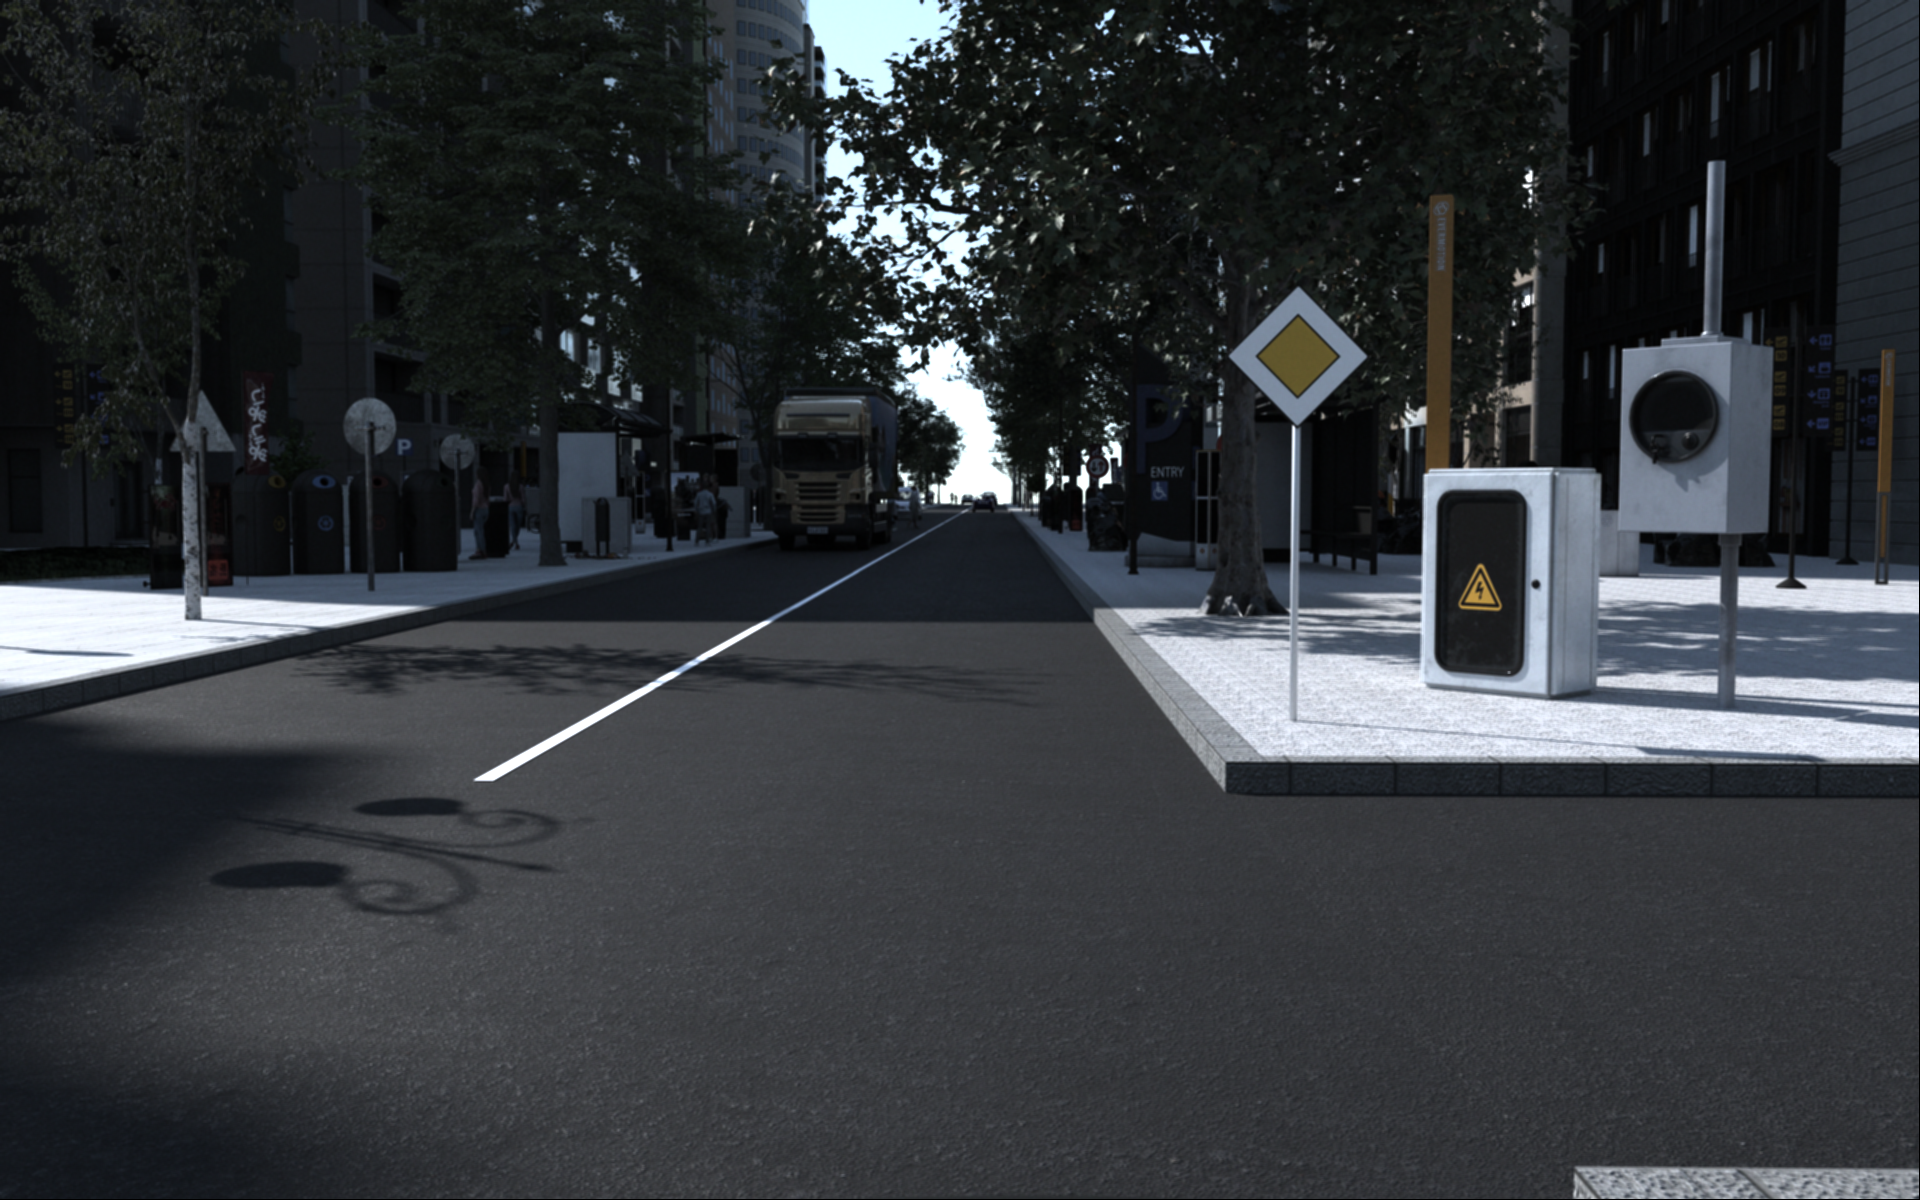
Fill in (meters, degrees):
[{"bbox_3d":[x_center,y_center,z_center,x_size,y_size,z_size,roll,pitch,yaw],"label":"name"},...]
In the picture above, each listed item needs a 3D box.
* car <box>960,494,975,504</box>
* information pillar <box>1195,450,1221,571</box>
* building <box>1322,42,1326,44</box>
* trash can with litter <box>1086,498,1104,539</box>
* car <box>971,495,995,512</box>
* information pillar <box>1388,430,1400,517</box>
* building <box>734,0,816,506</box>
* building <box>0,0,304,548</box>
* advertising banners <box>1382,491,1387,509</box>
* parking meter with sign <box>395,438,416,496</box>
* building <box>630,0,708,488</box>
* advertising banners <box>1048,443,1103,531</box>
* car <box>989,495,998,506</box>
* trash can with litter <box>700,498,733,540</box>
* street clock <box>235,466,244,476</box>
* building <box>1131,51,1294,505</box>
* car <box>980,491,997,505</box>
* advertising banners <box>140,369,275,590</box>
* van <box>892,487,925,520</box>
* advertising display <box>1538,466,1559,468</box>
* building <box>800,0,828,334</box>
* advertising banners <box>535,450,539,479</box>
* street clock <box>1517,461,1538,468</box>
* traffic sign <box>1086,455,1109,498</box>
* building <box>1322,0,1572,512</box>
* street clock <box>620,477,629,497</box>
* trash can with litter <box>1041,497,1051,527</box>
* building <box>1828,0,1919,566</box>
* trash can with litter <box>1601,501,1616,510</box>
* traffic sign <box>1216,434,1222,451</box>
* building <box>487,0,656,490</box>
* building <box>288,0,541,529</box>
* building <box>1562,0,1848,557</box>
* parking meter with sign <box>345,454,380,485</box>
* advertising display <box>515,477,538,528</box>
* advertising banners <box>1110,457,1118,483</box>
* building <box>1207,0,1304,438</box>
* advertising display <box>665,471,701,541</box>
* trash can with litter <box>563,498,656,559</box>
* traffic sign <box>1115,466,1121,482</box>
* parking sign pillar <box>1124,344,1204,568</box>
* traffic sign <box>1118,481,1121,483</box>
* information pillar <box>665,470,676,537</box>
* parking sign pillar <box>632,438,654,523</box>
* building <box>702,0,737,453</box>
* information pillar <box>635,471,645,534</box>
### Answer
[{"bbox_3d":[1.086,-14.245,242.690,2.009,1.686,4.222,0,4,3],"label":"car"},{"bbox_3d":[4.144,-1.494,28.927,0.304,2.012,0.304,-3,5,-42],"label":"information pillar"},{"bbox_3d":[34.030,-25.170,103.406,32.217,40.220,23.993,0,4,1],"label":"building"},{"bbox_3d":[3.922,-2.305,49.073,0.624,1.170,1.055,0,4,-6],"label":"trash can with litter"},{"bbox_3d":[1.818,-7.578,136.472,1.945,1.354,3.894,0,4,0],"label":"car"},{"bbox_3d":[15.661,-4.350,62.481,0.504,3.616,0.183,-2,4,-32],"label":"information pillar"},{"bbox_3d":[-28.278,-40.006,196.102,21.231,58.520,28.212,0,4,1],"label":"building"},{"bbox_3d":[-26.311,-16.600,43.112,14.160,30.474,14.107,0,4,1],"label":"building"},{"bbox_3d":[15.431,-4.269,65.978,2.074,3.025,0.090,-1,4,-17],"label":"advertising banners"},{"bbox_3d":[-17.066,-3.498,53.449,0.543,3.016,1.738,-1,4,-22],"label":"parking meter with sign"},{"bbox_3d":[-26.117,-26.866,122.847,14.154,41.232,14.086,0,4,1],"label":"building"},{"bbox_3d":[4.009,-3.908,60.090,2.074,3.025,0.090,2,4,30],"label":"advertising banners"},{"bbox_3d":[3.793,-12.397,215.277,1.945,1.354,3.894,0,4,2],"label":"car"},{"bbox_3d":[-6.958,-2.299,48.976,0.624,1.170,1.055,2,4,29],"label":"trash can with litter"},{"bbox_3d":[-18.492,-2.465,44.869,0.471,2.002,0.358,-2,4,-31],"label":"street clock"},{"bbox_3d":[34.768,-37.666,205.081,28.713,52.752,27.495,0,4,1],"label":"building"},{"bbox_3d":[3.833,-13.566,230.477,2.281,1.827,5.304,0,4,1],"label":"car"},{"bbox_3d":[-10.334,-1.697,23.930,0.090,3.025,2.074,2,4,33],"label":"advertising banners"},{"bbox_3d":[-2.968,-5.523,97.312,2.013,2.044,4.112,0,4,-1],"label":"van"},{"bbox_3d":[14.096,-2.265,42.243,0.123,1.923,0.974,-3,5,-41],"label":"advertising display"},{"bbox_3d":[-27.555,-55.787,224.790,22.319,86.520,31.000,0,4,1],"label":"building"},{"bbox_3d":[-17.192,-4.504,69.836,0.090,3.025,2.074,-2,4,-24],"label":"advertising banners"},{"bbox_3d":[12.389,-2.035,37.848,0.471,2.002,0.358,-2,4,-33],"label":"street clock"},{"bbox_3d":[4.443,-3.420,56.020,0.768,2.556,0.104,0,4,5],"label":"traffic sign"},{"bbox_3d":[27.008,-16.072,67.287,19.350,26.468,34.151,0,4,1],"label":"building"},{"bbox_3d":[-14.546,-4.294,74.770,0.471,2.002,0.358,-1,4,-20],"label":"street clock"},{"bbox_3d":[3.527,-3.442,67.657,0.624,1.170,1.055,-1,4,-13],"label":"trash can with litter"},{"bbox_3d":[31.794,-15.292,27.521,29.804,29.767,11.434,0,4,1],"label":"building"},{"bbox_3d":[10.659,-1.109,29.515,0.624,1.170,1.055,-2,4,-25],"label":"trash can with litter"},{"bbox_3d":[5.247,-2.011,32.980,0.768,2.556,0.104,0,4,1],"label":"traffic sign"},{"bbox_3d":[-31.250,-29.384,100.034,23.786,49.044,30.456,0,4,1],"label":"building"},{"bbox_3d":[-28.103,-38.510,67.884,20.563,71.187,20.611,0,4,1],"label":"building"},{"bbox_3d":[23.753,-13.016,42.496,12.332,23.373,15.834,0,4,1],"label":"building"},{"bbox_3d":[-19.327,-3.620,55.449,0.543,3.016,1.738,1,4,17],"label":"parking meter with sign"},{"bbox_3d":[-16.492,-3.701,65.728,0.974,1.923,0.123,-3,4,-38],"label":"advertising display"},{"bbox_3d":[7.881,-5.240,81.870,2.074,3.025,0.090,3,5,44],"label":"advertising banners"},{"bbox_3d":[30.844,-31.251,130.561,23.786,49.044,30.456,0,4,1],"label":"building"},{"bbox_3d":[-7.644,-2.608,47.847,0.974,1.923,0.123,-1,4,-16],"label":"advertising display"},{"bbox_3d":[-7.217,-1.449,34.747,1.678,1.210,2.233,-2,4,-33],"label":"trash can with litter"},{"bbox_3d":[7.209,-4.656,76.236,0.768,2.556,0.104,0,4,3],"label":"traffic sign"},{"bbox_3d":[3.650,-2.584,30.717,1.447,3.967,1.447,3,5,40],"label":"parking sign pillar"},{"bbox_3d":[7.997,-5.153,84.263,0.884,2.594,0.081,1,4,10],"label":"traffic sign"},{"bbox_3d":[-8.685,-2.902,51.943,0.304,2.012,0.304,-1,4,-10],"label":"information pillar"},{"bbox_3d":[-13.912,-5.357,76.058,1.447,3.967,1.447,-1,4,-22],"label":"parking sign pillar"},{"bbox_3d":[-25.722,-29.803,137.382,14.600,45.320,14.200,0,4,1],"label":"building"},{"bbox_3d":[-10.380,-3.163,56.203,0.304,2.012,0.304,0,4,-6],"label":"information pillar"}]
